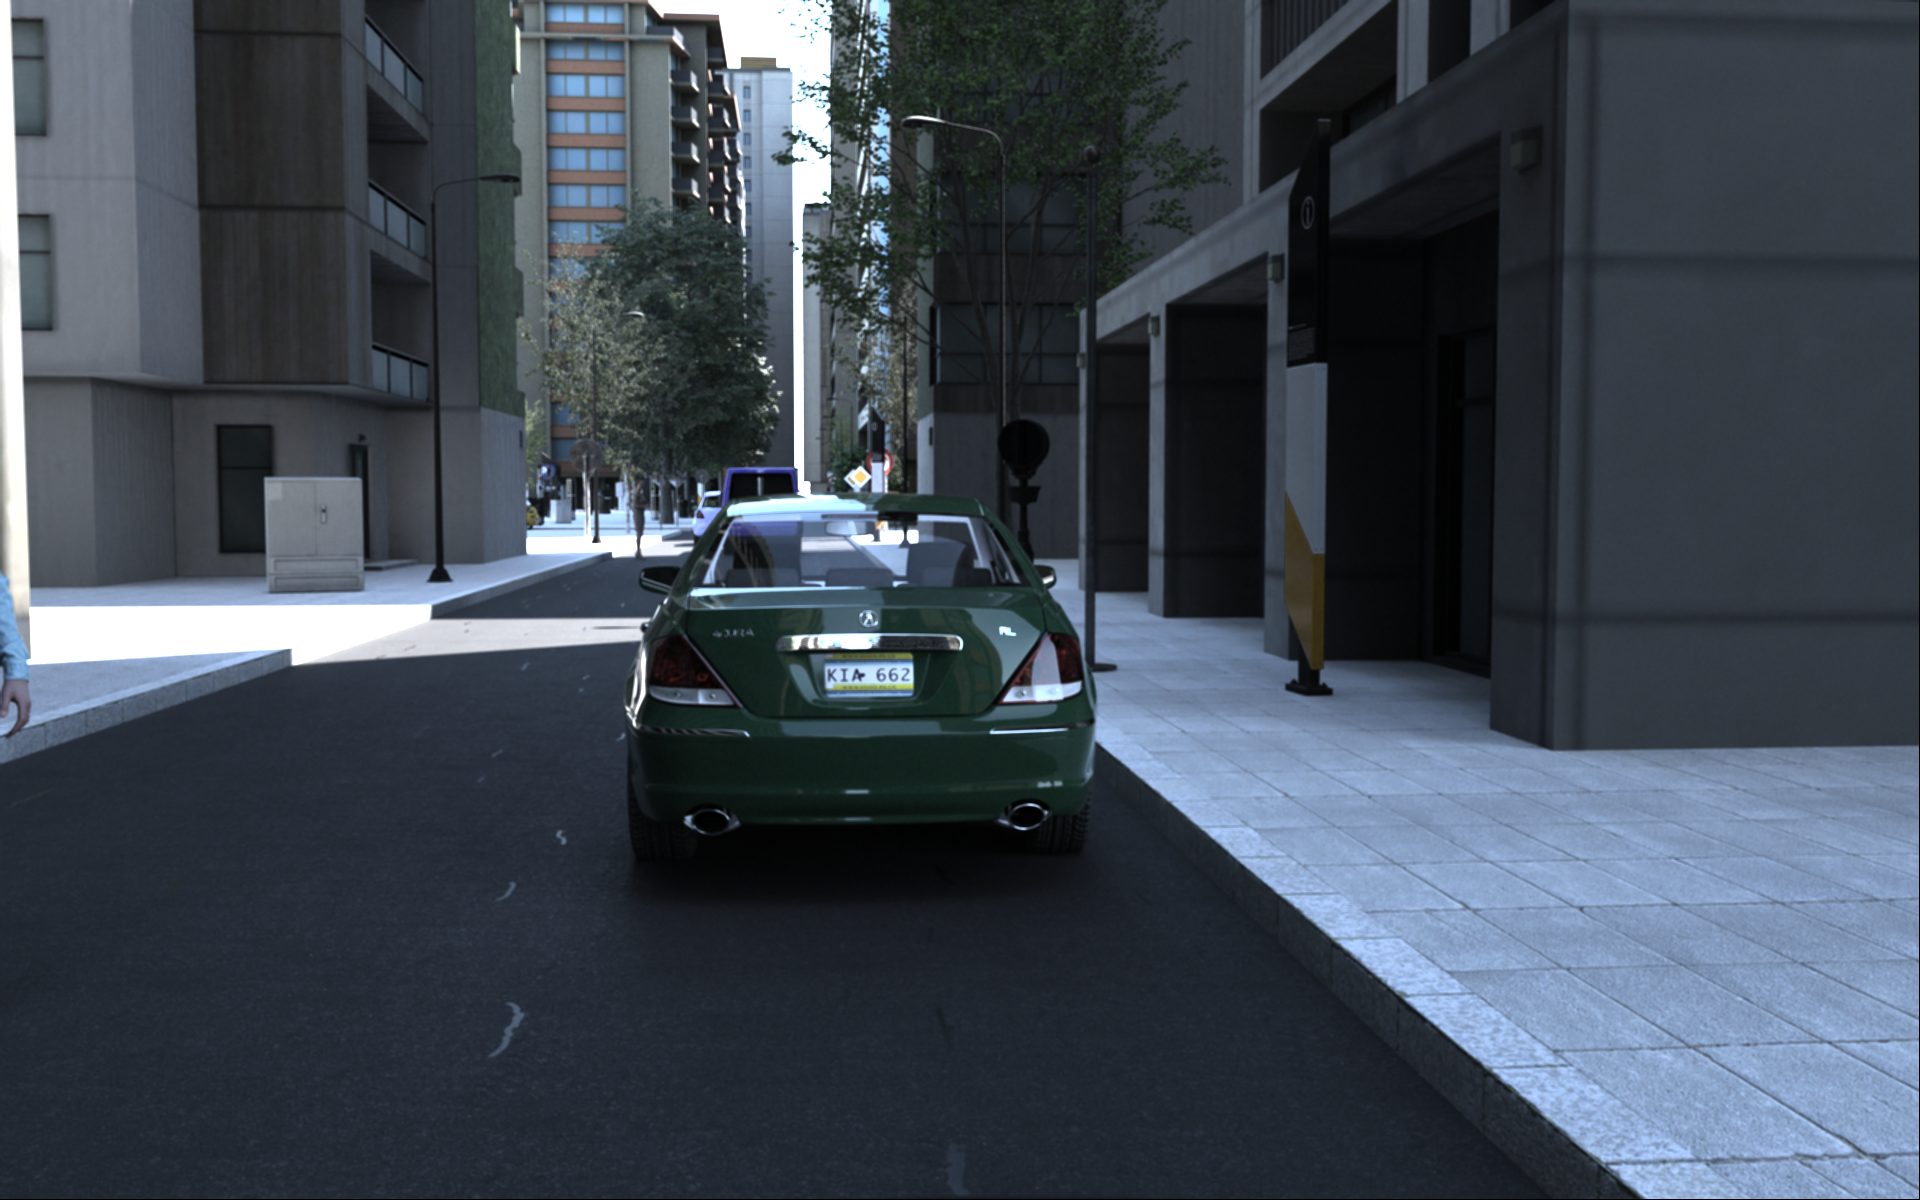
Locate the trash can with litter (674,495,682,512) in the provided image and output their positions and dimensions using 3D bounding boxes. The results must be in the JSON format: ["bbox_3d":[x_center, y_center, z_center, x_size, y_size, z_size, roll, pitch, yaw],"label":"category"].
[{"bbox_3d":[-20.560,-7.110,127.312,1.678,1.210,2.233,-2,4,-26],"label":"trash can with litter"}]

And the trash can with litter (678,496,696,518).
[{"bbox_3d":[-16.268,-5.612,103.139,1.055,1.170,0.624,0,4,8],"label":"trash can with litter"}]

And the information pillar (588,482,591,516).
[{"bbox_3d":[-21.976,-5.979,102.255,0.304,2.012,0.304,-1,4,-13],"label":"information pillar"}]

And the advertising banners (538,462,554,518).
[{"bbox_3d":[-24.988,-6.625,104.508,0.090,3.025,2.074,1,4,12],"label":"advertising banners"}]

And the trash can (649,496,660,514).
[{"bbox_3d":[-18.875,-5.843,107.181,0.748,1.137,0.748,0,3,0],"label":"trash can"}]

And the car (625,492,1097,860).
[{"bbox_3d":[-0.512,0.215,8.279,2.131,1.459,4.920,0,4,-5],"label":"car"}]

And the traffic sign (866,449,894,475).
[{"bbox_3d":[-2.216,-2.936,48.110,0.768,2.556,0.104,0,4,-1],"label":"traffic sign"}]

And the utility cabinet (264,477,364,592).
[{"bbox_3d":[-8.437,-0.854,22.648,1.173,1.500,0.318,-2,4,-27],"label":"utility cabinet"}]

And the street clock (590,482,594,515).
[{"bbox_3d":[-22.458,-6.166,105.391,0.358,2.002,0.471,0,4,-7],"label":"street clock"}]

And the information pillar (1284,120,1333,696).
[{"bbox_3d":[2.236,-1.211,11.154,0.183,3.616,0.504,-1,4,-11],"label":"information pillar"}]

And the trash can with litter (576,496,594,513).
[{"bbox_3d":[-25.376,-6.457,116.626,2.233,1.210,1.678,2,4,31],"label":"trash can with litter"}]

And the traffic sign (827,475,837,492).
[{"bbox_3d":[-8.596,-7.164,117.233,0.768,2.556,0.104,0,4,2],"label":"traffic sign"}]

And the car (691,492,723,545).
[{"bbox_3d":[-6.680,-2.428,49.290,1.945,1.707,3.694,0,4,-6],"label":"car"}]

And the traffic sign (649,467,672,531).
[{"bbox_3d":[-10.417,-3.467,60.326,0.795,2.450,0.064,0,4,-5],"label":"traffic sign"}]

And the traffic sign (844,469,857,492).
[{"bbox_3d":[-4.234,-3.991,68.893,0.795,2.450,0.064,0,4,-5],"label":"traffic sign"}]

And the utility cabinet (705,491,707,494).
[{"bbox_3d":[-18.304,-7.049,123.935,0.318,1.500,1.173,-1,4,-13],"label":"utility cabinet"}]

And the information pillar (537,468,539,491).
[{"bbox_3d":[-33.401,-8.952,137.724,0.504,3.616,0.183,2,4,35],"label":"information pillar"}]

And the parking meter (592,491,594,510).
[{"bbox_3d":[-26.572,-7.120,124.827,0.372,1.533,0.369,0,3,0],"label":"parking meter"}]

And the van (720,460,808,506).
[{"bbox_3d":[-4.858,-2.345,42.733,2.240,2.365,5.245,0,4,-6],"label":"van"}]

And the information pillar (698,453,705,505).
[{"bbox_3d":[-13.292,-5.975,89.041,0.504,3.616,0.183,3,5,42],"label":"information pillar"}]

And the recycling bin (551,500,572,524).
[{"bbox_3d":[-17.293,-3.824,75.077,0.722,1.027,0.722,-2,4,-31],"label":"recycling bin"}]

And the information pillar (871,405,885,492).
[{"bbox_3d":[-2.165,-3.322,45.661,0.183,3.616,0.504,-3,5,-40],"label":"information pillar"}]

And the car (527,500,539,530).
[{"bbox_3d":[-17.870,-3.350,65.003,3.980,1.641,2.015,0,4,-4],"label":"car"}]

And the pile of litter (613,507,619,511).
[{"bbox_3d":[-26.527,-7.410,135.119,1.176,0.858,1.719,2,4,34],"label":"pile of litter"}]

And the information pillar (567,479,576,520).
[{"bbox_3d":[-18.934,-4.884,84.341,0.304,2.012,0.304,2,4,30],"label":"information pillar"}]

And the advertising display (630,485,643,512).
[{"bbox_3d":[-23.636,-7.431,126.714,0.974,1.923,0.123,1,4,14],"label":"advertising display"}]

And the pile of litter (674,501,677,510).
[{"bbox_3d":[-22.804,-7.719,140.162,1.719,0.858,1.176,0,4,4],"label":"pile of litter"}]

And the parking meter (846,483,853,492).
[{"bbox_3d":[-5.031,-4.499,79.265,0.399,1.863,0.255,0,4,-1],"label":"parking meter"}]

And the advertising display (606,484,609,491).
[{"bbox_3d":[-23.188,-6.649,113.930,0.123,1.923,0.974,0,4,-8],"label":"advertising display"}]

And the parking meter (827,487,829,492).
[{"bbox_3d":[-10.171,-7.867,134.333,0.255,1.863,0.399,-1,4,-9],"label":"parking meter"}]

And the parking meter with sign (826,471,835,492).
[{"bbox_3d":[-9.678,-8.340,132.626,0.543,3.016,1.738,-2,4,-26],"label":"parking meter with sign"}]

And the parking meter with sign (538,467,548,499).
[{"bbox_3d":[-26.579,-6.958,110.022,0.543,3.016,1.738,0,4,-4],"label":"parking meter with sign"}]

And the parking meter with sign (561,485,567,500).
[{"bbox_3d":[-32.472,-8.885,141.525,0.543,3.016,1.738,1,4,16],"label":"parking meter with sign"}]

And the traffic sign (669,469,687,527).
[{"bbox_3d":[-11.151,-3.953,68.277,0.795,2.450,0.064,0,4,-5],"label":"traffic sign"}]

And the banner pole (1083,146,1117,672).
[{"bbox_3d":[0.976,-1.393,12.787,0.401,3.779,0.863,0,4,7],"label":"banner pole"}]

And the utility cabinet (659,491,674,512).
[{"bbox_3d":[-18.980,-6.294,111.579,0.318,1.500,1.173,3,5,39],"label":"utility cabinet"}]

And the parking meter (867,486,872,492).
[{"bbox_3d":[-2.743,-2.816,54.460,0.372,1.533,0.369,0,3,0],"label":"parking meter"}]

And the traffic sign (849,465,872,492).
[{"bbox_3d":[-3.500,-3.505,60.941,0.795,2.450,0.064,0,4,-5],"label":"traffic sign"}]

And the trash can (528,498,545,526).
[{"bbox_3d":[-17.189,-3.587,70.307,0.748,1.137,0.748,0,3,0],"label":"trash can"}]

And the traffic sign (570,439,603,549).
[{"bbox_3d":[-8.664,-2.449,40.149,0.768,2.556,0.104,0,4,3],"label":"traffic sign"}]

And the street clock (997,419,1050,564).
[{"bbox_3d":[0.618,-0.753,16.878,0.471,2.002,0.358,1,4,16],"label":"street clock"}]

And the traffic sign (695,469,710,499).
[{"bbox_3d":[-13.034,-5.353,87.627,0.768,2.556,0.104,0,4,0],"label":"traffic sign"}]

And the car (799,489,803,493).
[{"bbox_3d":[-12.921,-7.718,134.864,2.281,1.827,5.304,0,4,-6],"label":"car"}]

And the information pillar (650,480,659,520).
[{"bbox_3d":[-15.011,-4.938,85.220,0.304,2.012,0.304,3,4,37],"label":"information pillar"}]
